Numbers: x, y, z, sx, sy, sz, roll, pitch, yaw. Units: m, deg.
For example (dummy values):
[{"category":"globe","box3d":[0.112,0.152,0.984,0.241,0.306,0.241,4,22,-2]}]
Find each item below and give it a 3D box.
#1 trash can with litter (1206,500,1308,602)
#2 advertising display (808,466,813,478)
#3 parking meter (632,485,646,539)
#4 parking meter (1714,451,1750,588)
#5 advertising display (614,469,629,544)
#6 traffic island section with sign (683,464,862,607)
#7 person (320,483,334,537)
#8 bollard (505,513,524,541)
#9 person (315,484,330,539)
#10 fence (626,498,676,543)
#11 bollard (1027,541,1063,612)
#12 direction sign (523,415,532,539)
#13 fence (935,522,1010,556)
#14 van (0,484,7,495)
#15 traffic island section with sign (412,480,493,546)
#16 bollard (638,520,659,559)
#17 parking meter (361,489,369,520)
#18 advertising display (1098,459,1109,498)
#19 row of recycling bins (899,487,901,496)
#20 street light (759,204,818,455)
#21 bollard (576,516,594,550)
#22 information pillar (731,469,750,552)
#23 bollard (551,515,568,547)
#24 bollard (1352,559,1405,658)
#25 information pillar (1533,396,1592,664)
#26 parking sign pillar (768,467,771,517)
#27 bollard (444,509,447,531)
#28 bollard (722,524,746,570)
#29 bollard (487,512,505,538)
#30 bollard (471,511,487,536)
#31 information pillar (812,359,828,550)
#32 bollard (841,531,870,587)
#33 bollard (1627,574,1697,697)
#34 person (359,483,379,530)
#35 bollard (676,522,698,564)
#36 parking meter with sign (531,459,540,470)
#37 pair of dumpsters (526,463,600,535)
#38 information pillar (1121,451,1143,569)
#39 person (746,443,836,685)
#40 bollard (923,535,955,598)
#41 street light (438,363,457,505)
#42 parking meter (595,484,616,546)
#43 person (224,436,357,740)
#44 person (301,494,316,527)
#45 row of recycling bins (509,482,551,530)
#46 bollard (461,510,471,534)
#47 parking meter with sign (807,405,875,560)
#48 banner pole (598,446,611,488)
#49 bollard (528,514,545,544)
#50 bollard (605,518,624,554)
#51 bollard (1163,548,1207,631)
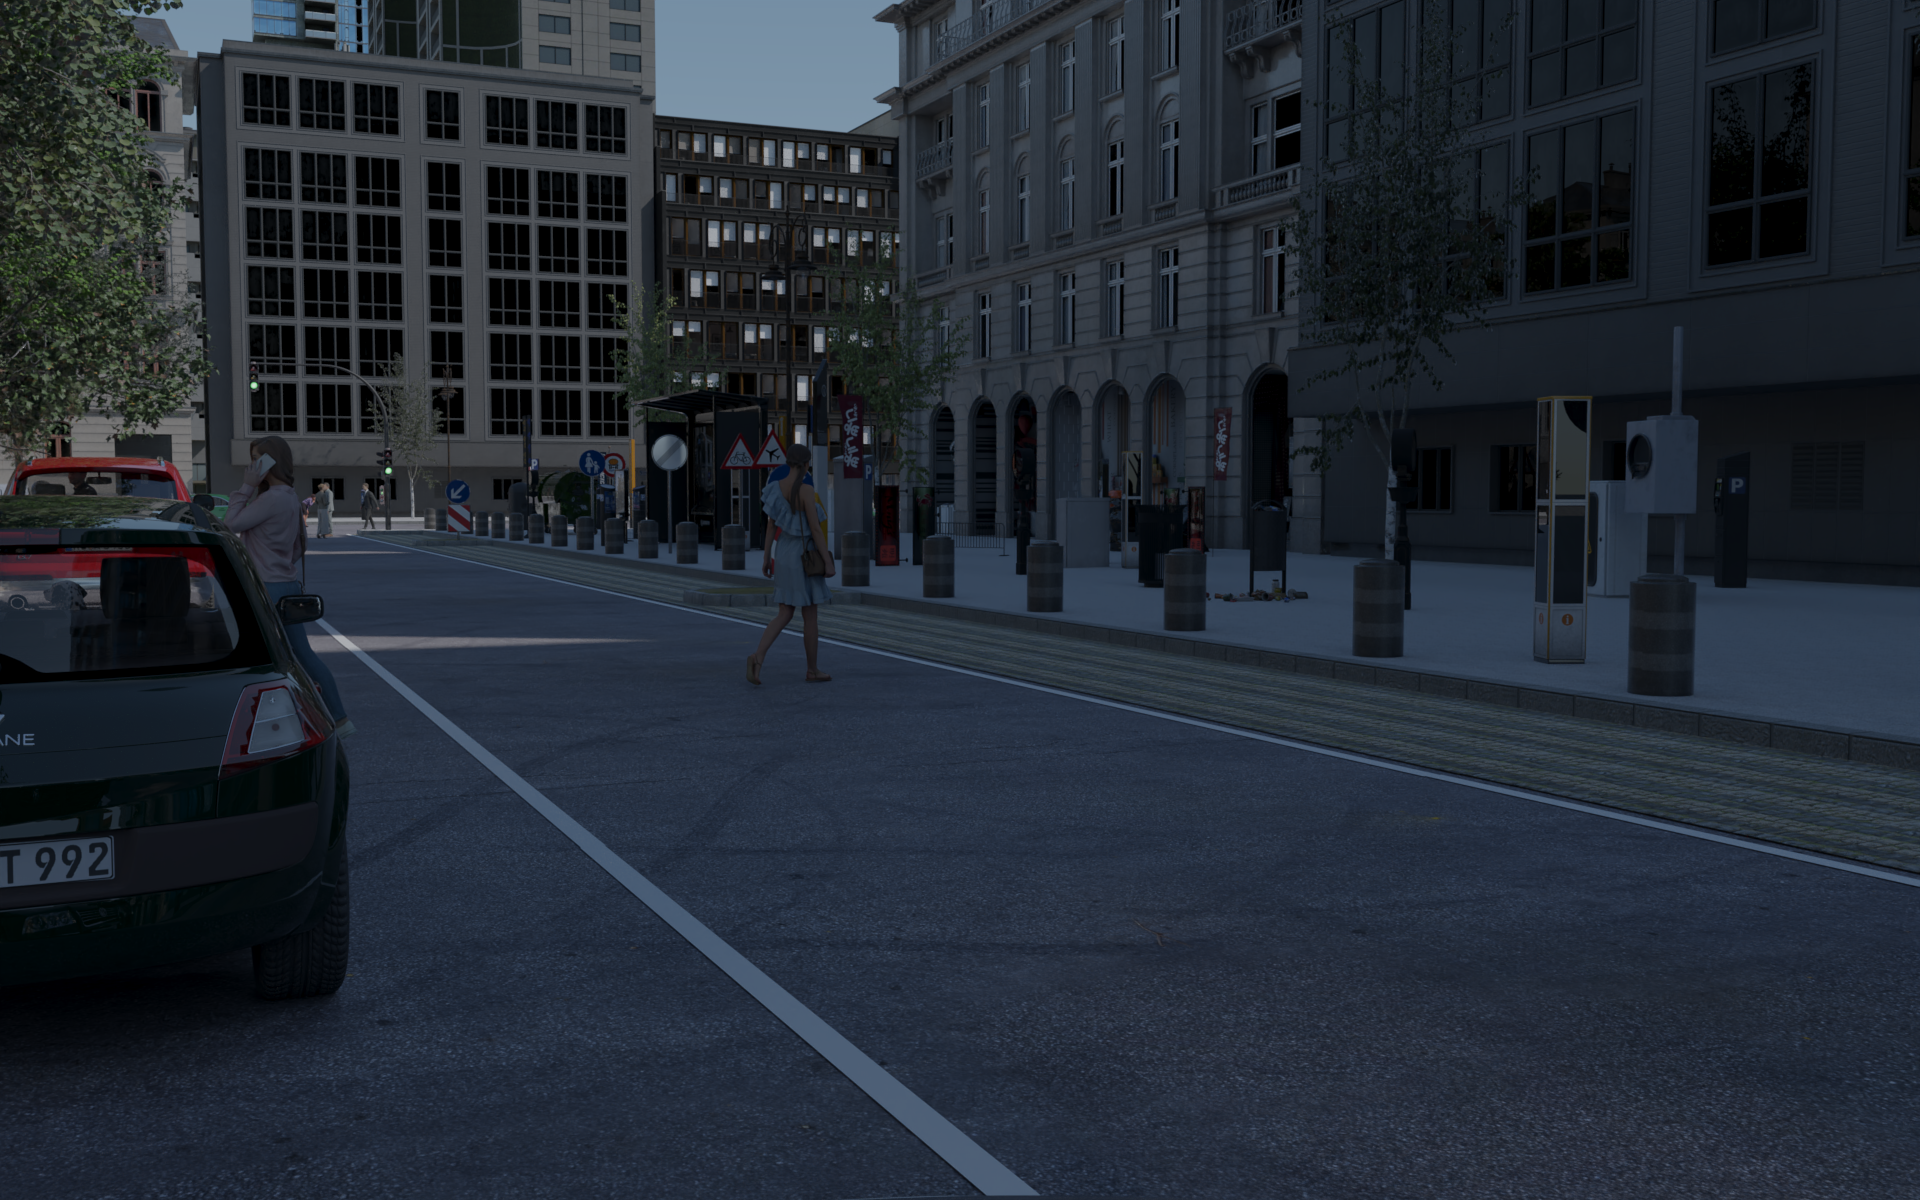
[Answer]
[{"category":"trash can with litter","box3d":[3.379,-0.614,21.101,2.233,1.210,1.678,-2,4,-29]},{"category":"advertising display","box3d":[-3.549,-2.131,40.063,0.974,1.923,0.123,1,4,8]},{"category":"parking meter","box3d":[-9.166,-2.515,49.526,0.372,1.533,0.369,0,3,0]},{"category":"parking meter","box3d":[10.548,-1.100,23.692,0.399,1.863,0.255,0,4,1]},{"category":"advertising display","box3d":[-8.795,-2.435,45.029,0.123,1.923,0.974,-2,4,-26]},{"category":"traffic island section with sign","box3d":[-2.579,-0.871,22.876,1.989,1.847,2.006,-2,4,-25]},{"category":"person","box3d":[-21.266,-3.037,58.251,0.391,1.810,0.635,-3,4,-39]},{"category":"bollard","box3d":[-12.184,-2.009,47.567,0.404,0.777,0.398,0,3,0]},{"category":"person","box3d":[-20.512,-2.860,55.812,0.519,1.759,0.362,2,4,32]},{"category":"fence","box3d":[-8.334,-2.126,45.969,0.480,1.192,2.264,-3,5,-44]},{"category":"bollard","box3d":[0.930,-0.258,18.943,0.404,0.777,0.398,0,3,0]},{"category":"direction sign","box3d":[-12.475,-3.546,49.970,0.379,3.537,0.876,-2,4,-28]},{"category":"fence","box3d":[0.079,-1.283,36.354,2.069,0.683,0.278,2,4,32]},{"category":"van","box3d":[-39.758,-3.853,70.002,4.112,2.044,2.013,-2,4,-25]},{"category":"traffic island section with sign","box3d":[-14.193,-2.422,48.225,1.989,1.847,2.006,-2,4,-25]},{"category":"bollard","box3d":[-6.222,-1.214,34.558,0.404,0.777,0.398,0,3,0]},{"category":"parking meter","box3d":[-29.281,-4.700,85.248,0.372,1.533,0.369,0,3,0]},{"category":"advertising display","box3d":[2.647,-1.639,32.006,0.123,1.923,0.974,0,3,0]},{"category":"row of recycling bins","box3d":[-3.711,-5.730,100.790,1.069,1.692,3.534,0,4,-3]},{"category":"street light","box3d":[-2.758,-3.368,27.858,0.468,5.910,1.993,-2,4,-25]},{"category":"bollard","box3d":[-8.605,-1.532,39.759,0.404,0.777,0.398,0,3,0]},{"category":"information pillar","box3d":[-4.885,-2.084,38.561,0.304,2.012,0.304,2,4,31]},{"category":"bollard","box3d":[-9.799,-1.691,42.359,0.404,0.777,0.398,0,3,0]},{"category":"bollard","box3d":[3.319,0.060,13.734,0.404,0.777,0.398,0,3,0]},{"category":"information pillar","box3d":[4.565,-0.529,13.140,0.304,2.012,0.304,0,4,-3]},{"category":"parking sign pillar","box3d":[-10.913,-6.510,94.915,1.447,3.967,1.447,1,4,20]},{"category":"bollard","box3d":[-16.956,-2.646,57.982,0.404,0.777,0.398,0,3,0]},{"category":"bollard","box3d":[-3.838,-0.895,29.357,0.404,0.777,0.398,0,3,0]},{"category":"bollard","box3d":[-13.375,-2.168,50.168,0.404,0.777,0.398,0,3,0]},{"category":"bollard","box3d":[-14.567,-2.327,52.768,0.404,0.777,0.398,0,3,0]},{"category":"information pillar","box3d":[-2.412,-2.361,29.960,0.183,3.616,0.504,1,4,17]},{"category":"bollard","box3d":[-1.456,-0.577,24.150,0.404,0.777,0.398,0,3,0]},{"category":"bollard","box3d":[4.510,0.219,11.133,0.404,0.777,0.398,0,3,0]},{"category":"person","box3d":[-22.964,-3.594,67.044,0.755,1.850,0.659,-3,5,-44]},{"category":"bollard","box3d":[-5.032,-1.054,31.957,0.404,0.777,0.398,0,3,0]},{"category":"parking meter with sign","box3d":[-20.512,-5.508,86.309,0.543,3.016,1.738,2,4,35]},{"category":"pair of dumpsters","box3d":[-12.835,-3.277,56.069,1.574,2.255,4.437,-2,4,-25]},{"category":"information pillar","box3d":[2.965,-1.550,29.833,0.304,2.012,0.304,-1,4,-9]},{"category":"person","box3d":[-1.229,-0.269,12.997,0.616,1.811,0.778,3,5,43]},{"category":"bollard","box3d":[-0.265,-0.418,21.549,0.404,0.777,0.398,0,3,0]},{"category":"street light","box3d":[-18.067,-5.407,61.194,0.468,5.910,1.993,-2,4,-25]},{"category":"parking meter","box3d":[-8.685,-2.101,42.755,0.372,1.533,0.369,0,3,0]},{"category":"person","box3d":[-3.720,-0.031,9.597,0.643,1.750,0.593,0,4,-4]},{"category":"person","box3d":[-28.090,-3.844,74.589,0.697,1.427,0.421,-2,4,-28]},{"category":"row of recycling bins","box3d":[-15.610,-3.405,62.784,1.069,1.692,3.534,0,3,0]},{"category":"bollard","box3d":[-15.765,-2.487,55.379,0.404,0.777,0.398,0,3,0]},{"category":"parking meter with sign","box3d":[-2.080,-2.292,33.736,1.738,3.016,0.543,2,4,25]},{"category":"banner pole","box3d":[-18.502,-6.136,90.348,0.863,3.779,0.401,0,4,-3]},{"category":"bollard","box3d":[-10.993,-1.850,44.959,0.404,0.777,0.398,0,3,0]},{"category":"bollard","box3d":[-7.416,-1.372,37.157,0.404,0.777,0.398,0,3,0]},{"category":"bollard","box3d":[2.123,-0.099,16.339,0.404,0.777,0.398,0,3,0]}]
